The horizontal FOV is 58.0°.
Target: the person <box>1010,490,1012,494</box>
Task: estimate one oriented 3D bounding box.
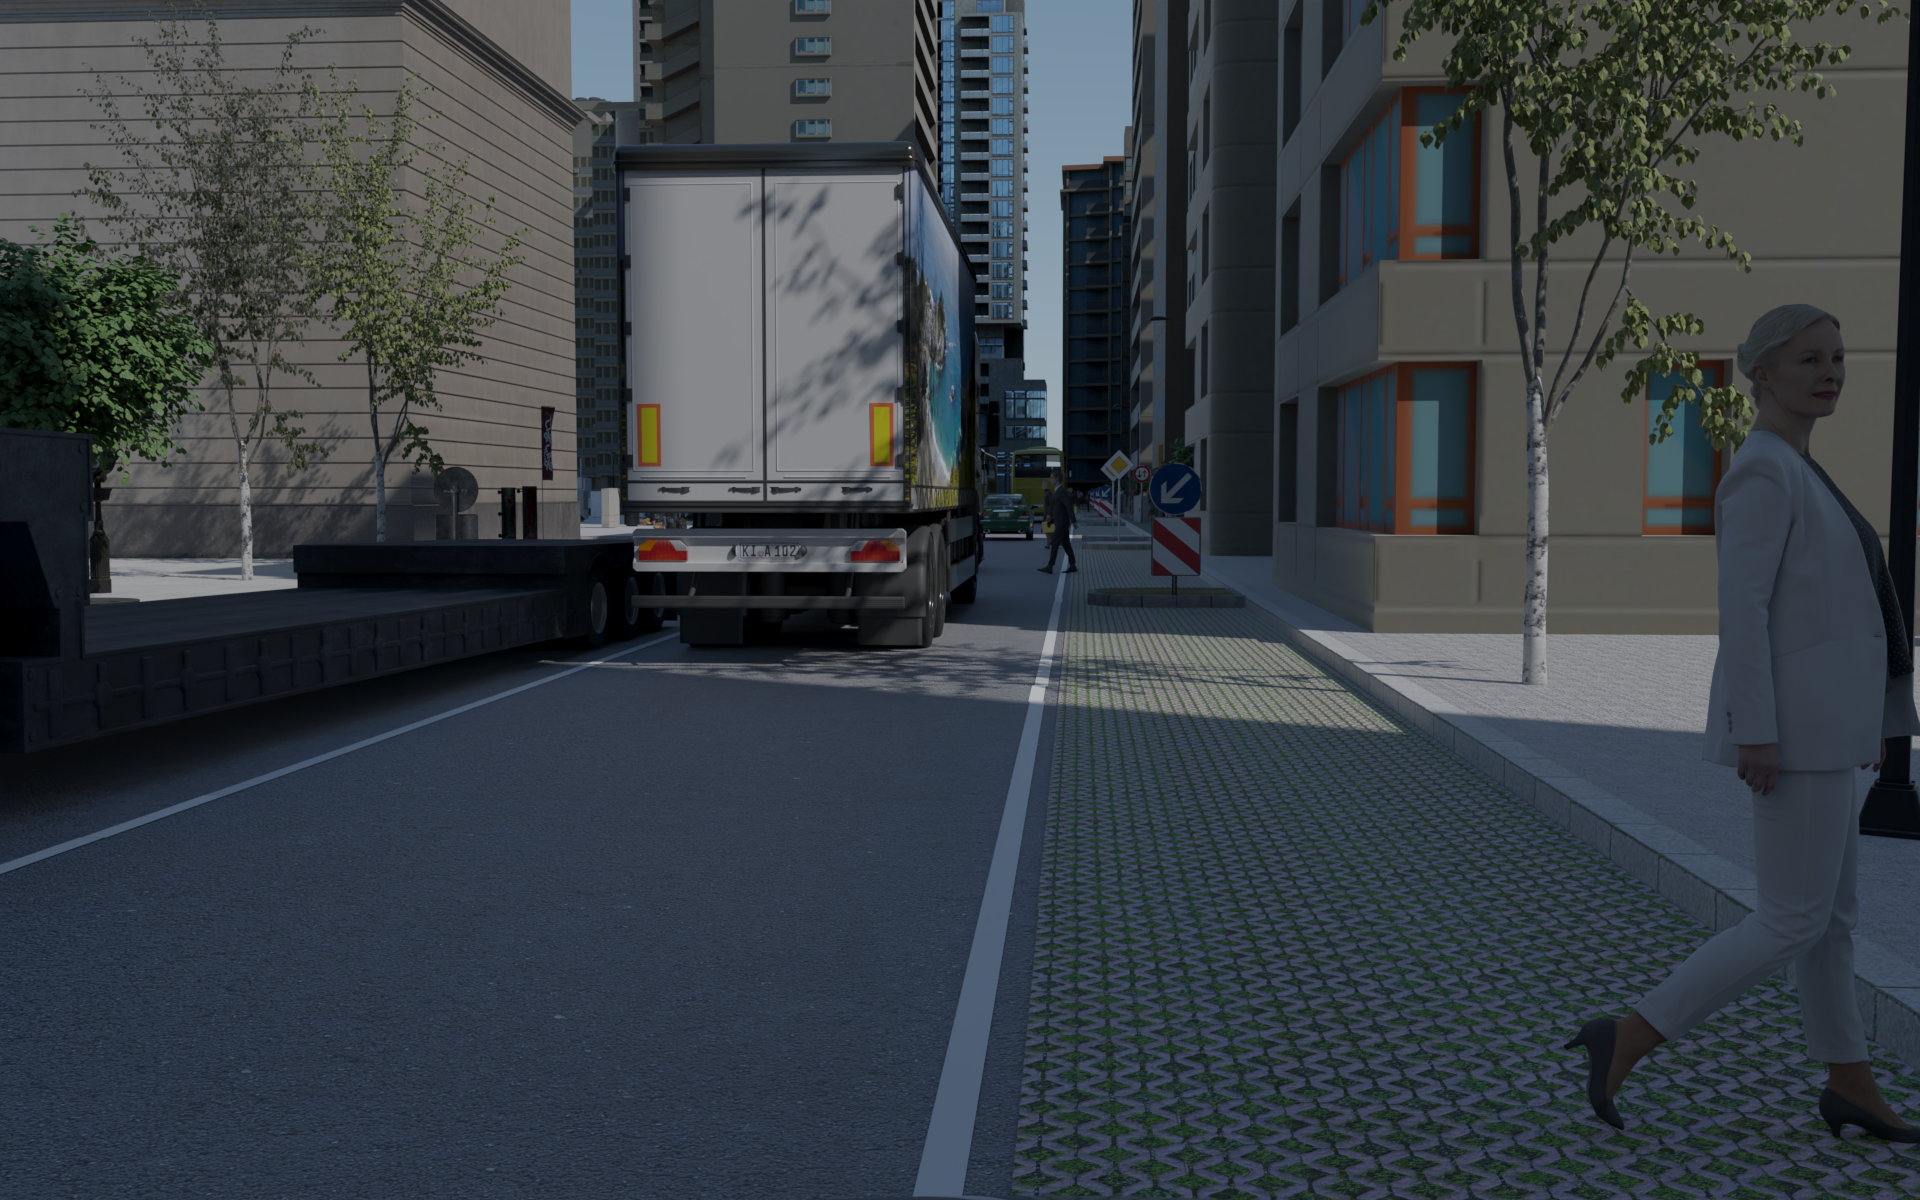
[{"bbox_3d":[5.411,-10.645,182.640,0.705,1.812,1.348,-3,4,-36],"label":"person"}]

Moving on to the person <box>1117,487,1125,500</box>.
[{"bbox_3d":[11.152,-6.992,120.569,0.606,1.804,0.583,2,4,27],"label":"person"}]

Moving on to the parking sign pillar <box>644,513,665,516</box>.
[{"bbox_3d":[-17.795,-6.900,101.290,1.447,3.967,1.447,-1,4,-15],"label":"parking sign pillar"}]

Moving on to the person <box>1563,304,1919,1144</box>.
[{"bbox_3d":[1.755,0.280,3.804,0.818,1.842,0.514,1,4,11],"label":"person"}]

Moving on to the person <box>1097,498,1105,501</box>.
[{"bbox_3d":[9.754,-6.772,119.187,0.622,1.834,0.822,-1,4,-15],"label":"person"}]

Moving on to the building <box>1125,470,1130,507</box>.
[{"bbox_3d":[26.256,-44.279,162.217,20.563,71.187,20.611,0,4,4],"label":"building"}]

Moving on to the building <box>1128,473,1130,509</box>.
[{"bbox_3d":[30.097,-27.444,140.587,32.217,40.220,23.993,0,4,4],"label":"building"}]

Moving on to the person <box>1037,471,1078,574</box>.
[{"bbox_3d":[1.753,-1.401,31.176,0.755,1.850,0.659,0,4,1],"label":"person"}]

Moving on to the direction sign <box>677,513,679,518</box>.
[{"bbox_3d":[-12.405,-5.145,76.112,0.379,3.537,0.876,1,4,21],"label":"direction sign"}]

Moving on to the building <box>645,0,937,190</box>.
[{"bbox_3d":[-13.312,-31.583,140.086,21.300,48.544,21.600,0,4,4],"label":"building"}]

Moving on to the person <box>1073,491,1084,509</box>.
[{"bbox_3d":[11.348,-9.597,166.134,1.217,1.736,0.721,1,4,23],"label":"person"}]

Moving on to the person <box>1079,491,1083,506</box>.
[{"bbox_3d":[13.766,-11.629,198.498,0.709,1.838,0.599,-2,4,-27],"label":"person"}]

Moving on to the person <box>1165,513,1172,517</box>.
[{"bbox_3d":[7.368,-3.112,61.207,0.425,1.301,0.394,0,4,5],"label":"person"}]

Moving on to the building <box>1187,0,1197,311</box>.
[{"bbox_3d":[22.752,-29.204,66.729,27.495,52.752,28.713,0,4,4],"label":"building"}]

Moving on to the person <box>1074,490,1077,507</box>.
[{"bbox_3d":[10.252,-8.900,153.947,0.705,1.831,1.348,0,4,1],"label":"person"}]

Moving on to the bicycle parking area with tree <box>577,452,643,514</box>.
[{"bbox_3d":[-21.450,-7.982,117.503,8.231,4.147,9.016,3,4,36],"label":"bicycle parking area with tree"}]

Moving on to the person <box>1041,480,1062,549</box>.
[{"bbox_3d":[2.468,-2.269,45.820,0.699,1.804,1.509,2,4,29],"label":"person"}]

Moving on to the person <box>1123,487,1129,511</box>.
[{"bbox_3d":[12.719,-7.805,133.751,0.705,1.812,1.348,-1,4,-12],"label":"person"}]

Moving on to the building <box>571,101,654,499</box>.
[{"bbox_3d":[-40.201,-30.486,190.328,23.993,40.220,32.217,0,4,4],"label":"building"}]

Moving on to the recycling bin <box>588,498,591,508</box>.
[{"bbox_3d":[-23.774,-6.045,111.387,0.722,1.027,0.722,1,4,22],"label":"recycling bin"}]

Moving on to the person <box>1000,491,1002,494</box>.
[{"bbox_3d":[3.191,-7.588,134.036,0.415,1.643,0.593,-1,4,-18],"label":"person"}]

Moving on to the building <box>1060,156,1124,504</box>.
[{"bbox_3d":[25.650,-34.708,222.099,28.867,44.769,22.147,0,4,4],"label":"building"}]

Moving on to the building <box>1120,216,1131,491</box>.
[{"bbox_3d":[23.807,-25.033,180.995,14.160,30.474,14.107,0,4,4],"label":"building"}]

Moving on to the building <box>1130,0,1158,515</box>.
[{"bbox_3d":[22.510,-30.111,116.023,21.300,48.544,21.600,0,4,4],"label":"building"}]

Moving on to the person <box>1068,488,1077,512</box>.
[{"bbox_3d":[6.109,-5.615,100.525,1.509,1.804,0.699,3,5,44],"label":"person"}]

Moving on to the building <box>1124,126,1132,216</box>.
[{"bbox_3d":[25.351,-31.281,195.036,14.154,41.232,14.086,0,4,4],"label":"building"}]

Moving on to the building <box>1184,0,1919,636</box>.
[{"bbox_3d":[18.593,-11.235,28.724,27.650,21.520,28.899,0,4,4],"label":"building"}]

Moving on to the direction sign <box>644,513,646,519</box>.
[{"bbox_3d":[-15.581,-5.741,85.859,0.379,3.537,0.876,-1,4,-17],"label":"direction sign"}]

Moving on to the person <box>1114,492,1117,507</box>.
[{"bbox_3d":[14.871,-9.622,164.280,0.541,1.710,0.530,1,4,10],"label":"person"}]

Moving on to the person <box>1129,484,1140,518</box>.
[{"bbox_3d":[9.386,-5.318,92.972,0.580,1.828,0.573,-1,4,-15],"label":"person"}]

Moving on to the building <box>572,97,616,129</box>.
[{"bbox_3d":[-53.797,-39.248,230.948,27.495,52.752,28.713,0,4,4],"label":"building"}]

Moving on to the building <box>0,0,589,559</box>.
[{"bbox_3d":[-22.438,-14.838,39.860,25.104,27.353,12.463,0,4,4],"label":"building"}]

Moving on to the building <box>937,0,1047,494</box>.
[{"bbox_3d":[-4.266,-55.705,223.454,31.000,86.520,22.319,0,4,4],"label":"building"}]

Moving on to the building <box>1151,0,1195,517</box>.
[{"bbox_3d":[17.425,-26.939,90.557,14.600,45.320,14.200,0,4,4],"label":"building"}]

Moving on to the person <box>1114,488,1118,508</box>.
[{"bbox_3d":[14.049,-9.078,154.556,0.705,1.814,1.350,2,4,24],"label":"person"}]

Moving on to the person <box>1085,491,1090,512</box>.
[{"bbox_3d":[10.040,-7.734,136.414,0.415,1.643,0.593,0,4,-3],"label":"person"}]

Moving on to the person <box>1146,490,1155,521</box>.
[{"bbox_3d":[9.060,-4.655,82.505,0.716,1.782,0.532,-1,4,-9],"label":"person"}]

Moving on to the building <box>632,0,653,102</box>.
[{"bbox_3d":[-30.059,-48.118,224.976,20.611,71.187,20.563,0,4,4],"label":"building"}]

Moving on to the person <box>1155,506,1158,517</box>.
[{"bbox_3d":[9.285,-4.607,81.385,0.620,1.820,0.660,3,5,39],"label":"person"}]
